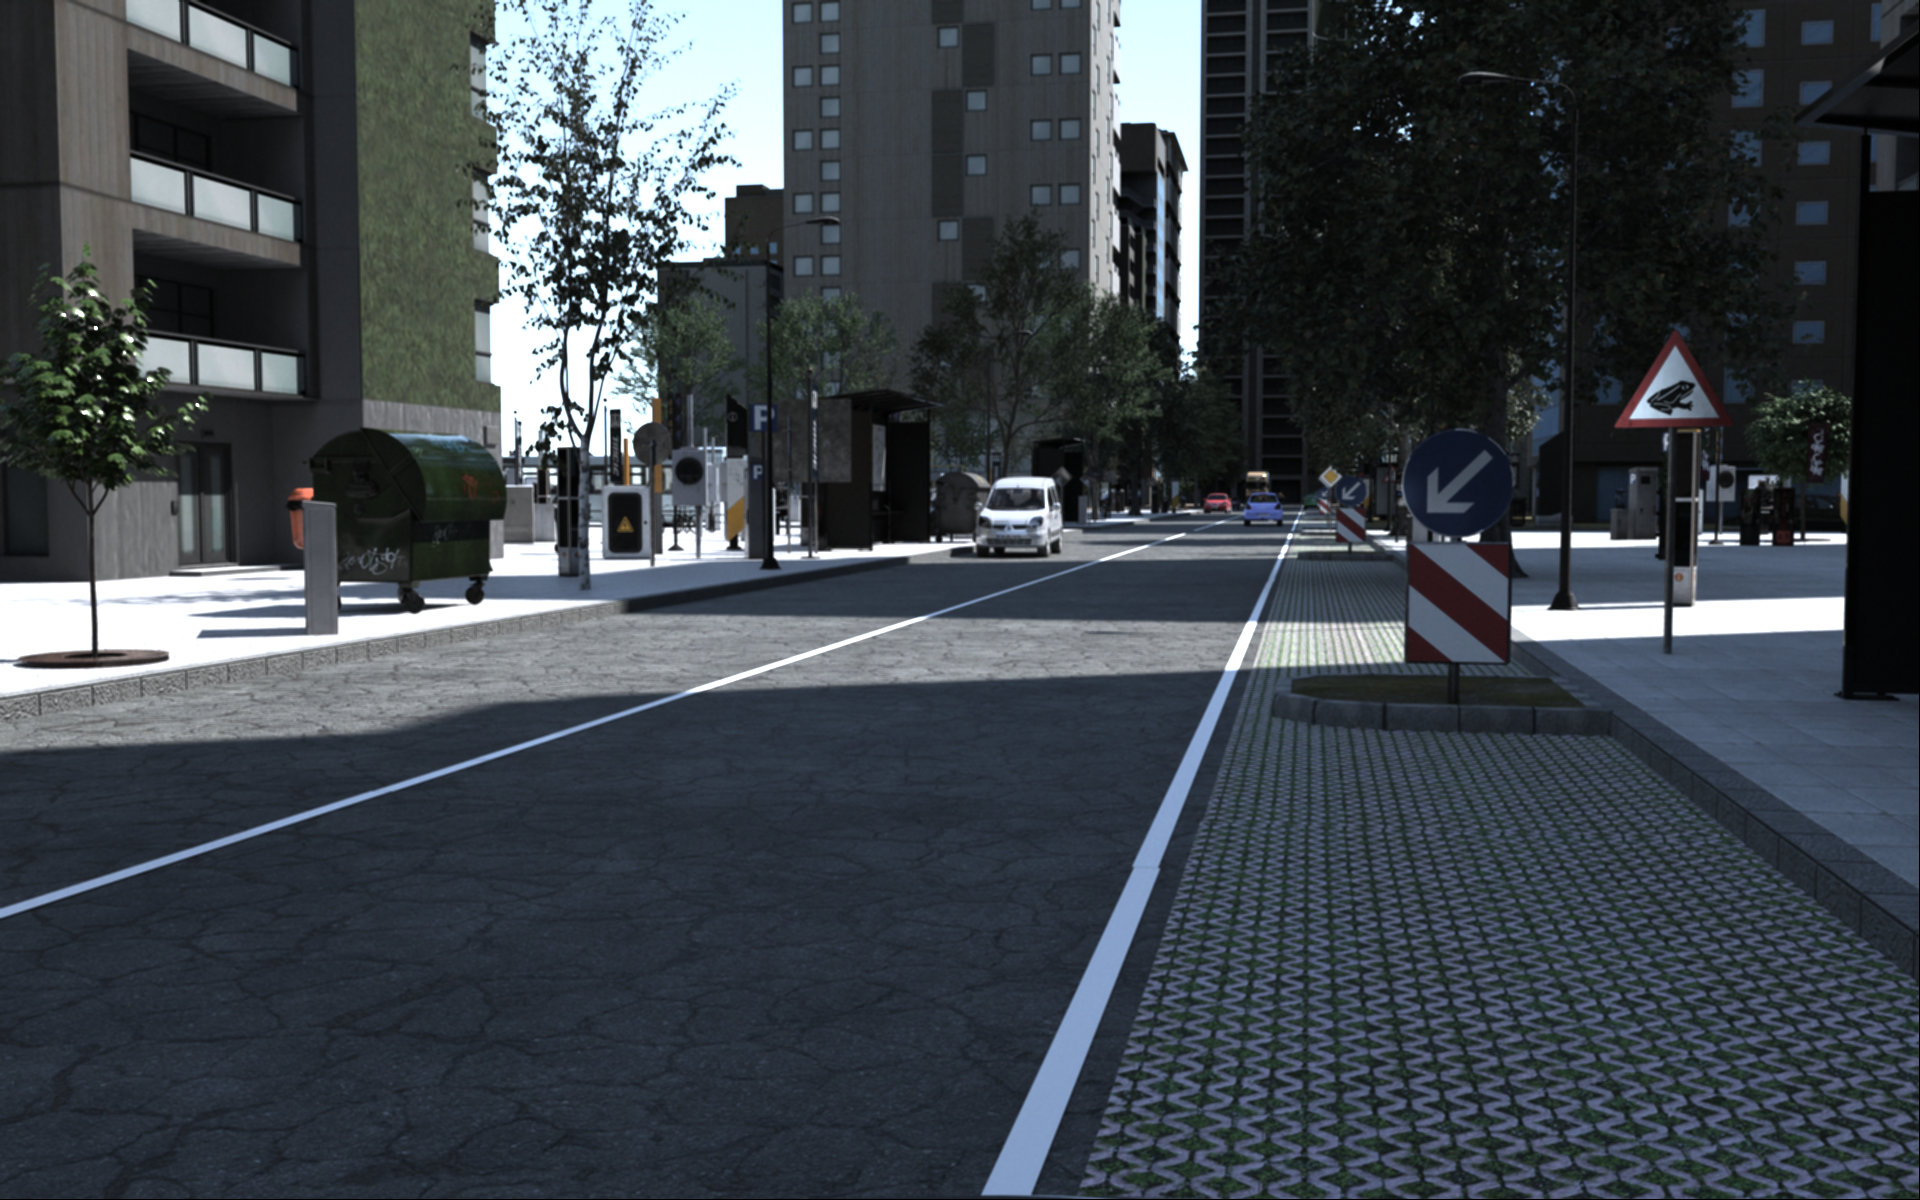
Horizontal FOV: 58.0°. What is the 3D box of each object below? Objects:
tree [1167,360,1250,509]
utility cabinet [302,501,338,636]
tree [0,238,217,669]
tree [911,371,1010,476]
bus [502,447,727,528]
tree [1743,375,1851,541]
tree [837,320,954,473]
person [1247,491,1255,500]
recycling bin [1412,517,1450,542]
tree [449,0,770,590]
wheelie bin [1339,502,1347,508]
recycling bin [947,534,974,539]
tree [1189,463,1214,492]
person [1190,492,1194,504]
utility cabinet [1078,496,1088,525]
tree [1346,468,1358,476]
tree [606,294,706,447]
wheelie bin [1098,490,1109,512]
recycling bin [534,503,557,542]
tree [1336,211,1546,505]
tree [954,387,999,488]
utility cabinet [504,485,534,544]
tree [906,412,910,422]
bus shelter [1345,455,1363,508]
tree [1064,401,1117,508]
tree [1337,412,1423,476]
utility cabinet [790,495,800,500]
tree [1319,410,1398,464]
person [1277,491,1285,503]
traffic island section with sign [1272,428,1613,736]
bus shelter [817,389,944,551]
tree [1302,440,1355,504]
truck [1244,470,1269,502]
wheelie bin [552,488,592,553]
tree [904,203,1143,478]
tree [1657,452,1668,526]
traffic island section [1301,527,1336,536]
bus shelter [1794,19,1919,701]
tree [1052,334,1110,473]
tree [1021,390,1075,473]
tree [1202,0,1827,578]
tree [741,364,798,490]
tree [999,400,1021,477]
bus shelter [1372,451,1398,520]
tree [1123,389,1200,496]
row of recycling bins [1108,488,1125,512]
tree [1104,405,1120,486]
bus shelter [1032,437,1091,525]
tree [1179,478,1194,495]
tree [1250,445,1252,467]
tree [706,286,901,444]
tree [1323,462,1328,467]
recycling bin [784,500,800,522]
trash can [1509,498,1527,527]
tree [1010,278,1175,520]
[{"bbox_3d":[20.088,-13.966,146.478,7.486,12.596,7.792,0,3,0],"label":"tree"},{"bbox_3d":[-5.969,-0.307,16.187,0.306,1.237,1.020,-1,4,-21],"label":"utility cabinet"},{"bbox_3d":[-6.519,-1.140,13.239,1.663,3.219,1.824,0,3,0],"label":"tree"},{"bbox_3d":[0.507,-9.276,102.021,4.737,8.622,4.395,0,3,0],"label":"tree"},{"bbox_3d":[-15.452,-4.607,70.188,13.247,3.499,2.948,1,4,12],"label":"bus"},{"bbox_3d":[23.452,-3.926,47.906,4.285,4.588,4.351,0,3,0],"label":"tree"},{"bbox_3d":[-3.292,-7.578,74.257,4.360,8.622,3.978,0,3,0],"label":"tree"},{"bbox_3d":[26.859,-9.163,158.837,1.217,1.766,0.721,3,5,41],"label":"person"},{"bbox_3d":[11.457,-1.800,41.983,0.722,1.027,0.722,3,5,43],"label":"recycling bin"},{"bbox_3d":[-4.906,-4.453,23.164,4.360,8.622,3.978,0,3,0],"label":"tree"},{"bbox_3d":[28.705,-7.446,129.652,0.693,1.594,0.980,0,4,8],"label":"wheelie bin"},{"bbox_3d":[0.083,-2.384,51.529,0.722,1.027,0.722,-3,4,-37],"label":"recycling bin"},{"bbox_3d":[21.756,-10.770,159.797,4.285,4.588,4.351,0,3,0],"label":"tree"},{"bbox_3d":[29.904,-13.102,223.265,0.990,1.755,0.434,-3,5,-45],"label":"person"},{"bbox_3d":[5.092,-3.711,71.833,0.306,1.237,1.020,1,4,10],"label":"utility cabinet"},{"bbox_3d":[29.006,-8.158,127.981,1.663,3.219,1.824,0,3,0],"label":"tree"},{"bbox_3d":[-14.633,-9.991,89.109,9.928,11.665,9.643,0,3,0],"label":"tree"},{"bbox_3d":[10.104,-6.966,121.799,0.980,1.594,0.693,3,4,37],"label":"wheelie bin"},{"bbox_3d":[-11.136,-2.083,46.612,0.722,1.027,0.722,0,4,4],"label":"recycling bin"},{"bbox_3d":[12.268,-5.648,42.709,4.737,8.622,4.395,0,3,0],"label":"tree"},{"bbox_3d":[-0.512,-9.626,107.742,4.360,8.622,3.978,0,3,0],"label":"tree"},{"bbox_3d":[-11.493,-2.174,44.229,1.173,1.500,0.318,-1,4,-9],"label":"utility cabinet"},{"bbox_3d":[-3.137,-11.310,135.281,4.737,8.622,4.395,0,3,0],"label":"tree"},{"bbox_3d":[31.008,-9.623,134.974,2.179,5.291,8.768,1,4,11],"label":"bus shelter"},{"bbox_3d":[9.938,-10.998,130.184,4.737,8.622,4.395,0,3,0],"label":"tree"},{"bbox_3d":[19.012,-7.535,73.553,4.360,8.622,3.978,0,3,0],"label":"tree"},{"bbox_3d":[-11.228,-6.475,117.028,1.020,1.237,0.306,1,4,22],"label":"utility cabinet"},{"bbox_3d":[26.036,-10.804,111.058,7.601,10.594,8.767,2,4,26],"label":"tree"},{"bbox_3d":[39.137,-12.442,211.934,1.348,1.823,0.705,3,5,40],"label":"person"},{"bbox_3d":[3.065,-0.163,11.296,1.989,1.847,2.006,1,4,11],"label":"traffic island section with sign"},{"bbox_3d":[-1.864,-3.101,41.991,1.731,3.624,6.357,1,4,12],"label":"bus shelter"},{"bbox_3d":[46.500,-18.263,216.721,7.486,12.596,7.792,0,3,0],"label":"tree"},{"bbox_3d":[35.183,-13.221,205.070,2.839,4.237,11.283,1,4,11],"label":"truck"},{"bbox_3d":[-8.327,-1.792,37.207,0.693,1.594,0.980,-3,4,-37],"label":"wheelie bin"},{"bbox_3d":[1.542,-7.425,55.804,7.601,10.594,8.767,3,5,40],"label":"tree"},{"bbox_3d":[28.477,-4.578,69.446,1.663,3.219,1.824,0,3,0],"label":"tree"},{"bbox_3d":[12.865,-2.312,60.080,2.009,0.180,2.903,1,4,11],"label":"traffic island section"},{"bbox_3d":[5.432,-1.006,7.726,1.731,3.624,6.357,1,4,11],"label":"bus shelter"},{"bbox_3d":[10.180,-11.287,101.557,9.611,12.733,9.660,0,3,0],"label":"tree"},{"bbox_3d":[6.882,-10.692,125.181,4.360,8.622,3.978,0,3,0],"label":"tree"},{"bbox_3d":[8.179,-6.699,26.530,9.611,12.733,9.660,0,3,0],"label":"tree"},{"bbox_3d":[-10.416,-9.034,98.074,4.737,8.622,4.395,0,3,0],"label":"tree"},{"bbox_3d":[3.832,-11.059,131.178,4.360,8.622,3.978,0,3,0],"label":"tree"},{"bbox_3d":[20.910,-5.479,83.500,2.014,3.302,5.546,1,4,11],"label":"bus shelter"},{"bbox_3d":[14.231,-10.298,118.736,4.360,8.622,3.978,0,3,0],"label":"tree"},{"bbox_3d":[10.925,-7.191,124.690,1.069,1.692,3.534,2,4,26],"label":"row of recycling bins"},{"bbox_3d":[11.972,-11.539,139.031,4.360,8.622,3.978,0,3,0],"label":"tree"},{"bbox_3d":[4.376,-5.066,74.108,1.731,3.624,6.357,1,4,11],"label":"bus shelter"},{"bbox_3d":[17.639,-8.806,138.587,1.663,3.219,1.824,0,3,0],"label":"tree"},{"bbox_3d":[27.435,-16.468,187.380,7.486,12.596,7.792,0,3,0],"label":"tree"},{"bbox_3d":[-6.976,-9.779,85.648,9.928,11.665,9.643,0,3,0],"label":"tree"},{"bbox_3d":[24.321,-9.366,103.494,4.737,8.622,4.395,0,3,0],"label":"tree"},{"bbox_3d":[-7.657,-4.084,79.322,0.722,1.027,0.722,0,4,1],"label":"recycling bin"},{"bbox_3d":[21.927,-3.456,68.151,0.748,1.137,0.748,0,3,0],"label":"trash can"},{"bbox_3d":[6.468,-9.731,84.862,9.928,11.665,9.643,0,3,0],"label":"tree"}]
